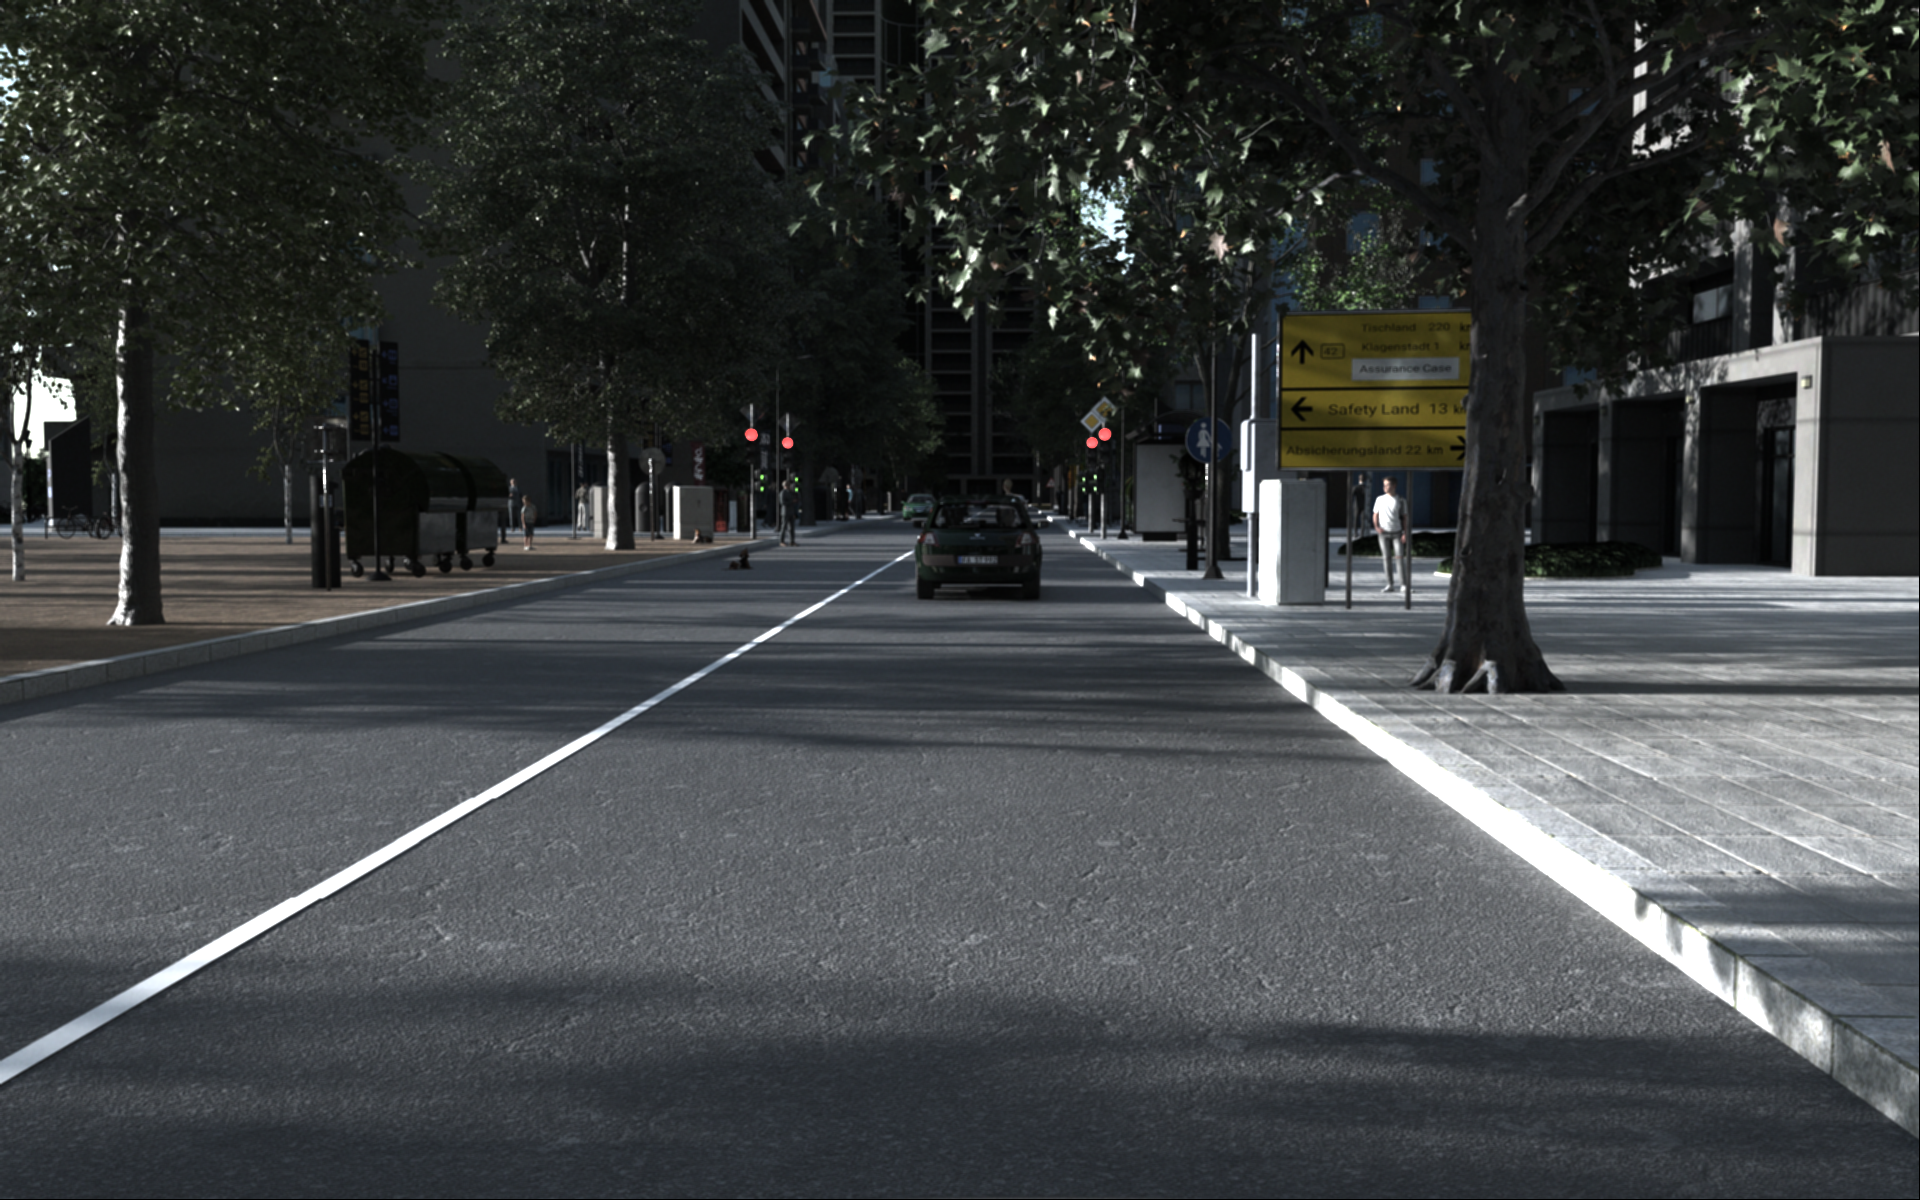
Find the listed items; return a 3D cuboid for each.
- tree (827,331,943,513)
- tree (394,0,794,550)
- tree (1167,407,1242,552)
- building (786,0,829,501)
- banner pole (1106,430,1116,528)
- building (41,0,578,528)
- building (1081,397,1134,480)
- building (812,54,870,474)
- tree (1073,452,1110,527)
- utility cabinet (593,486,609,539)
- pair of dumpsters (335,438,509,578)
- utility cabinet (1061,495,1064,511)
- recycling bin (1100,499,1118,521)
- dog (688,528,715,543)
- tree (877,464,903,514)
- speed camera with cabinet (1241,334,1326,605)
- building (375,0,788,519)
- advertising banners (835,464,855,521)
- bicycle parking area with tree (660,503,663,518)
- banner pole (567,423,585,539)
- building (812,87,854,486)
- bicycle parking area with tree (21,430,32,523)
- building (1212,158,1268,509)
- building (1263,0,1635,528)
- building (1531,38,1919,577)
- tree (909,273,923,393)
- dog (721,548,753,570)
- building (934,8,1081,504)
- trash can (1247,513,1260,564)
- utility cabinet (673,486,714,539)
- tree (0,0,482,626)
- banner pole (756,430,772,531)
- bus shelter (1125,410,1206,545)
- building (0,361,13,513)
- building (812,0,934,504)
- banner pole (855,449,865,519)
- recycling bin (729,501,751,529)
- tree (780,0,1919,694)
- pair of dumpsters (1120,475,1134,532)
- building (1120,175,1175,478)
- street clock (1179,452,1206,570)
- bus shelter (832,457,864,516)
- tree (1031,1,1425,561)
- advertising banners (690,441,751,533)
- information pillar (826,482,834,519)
[{"bbox_3d":[-5.927,-12.275,118.817,7.486,12.596,7.792,0,3,0],"label":"tree"},{"bbox_3d":[-7.784,-8.139,39.731,9.857,13.997,8.962,0,3,0],"label":"tree"},{"bbox_3d":[5.391,-2.683,38.461,1.663,3.219,1.824,0,3,0],"label":"tree"},{"bbox_3d":[-23.079,-30.154,147.640,22.147,44.769,28.867,0,4,2],"label":"building"},{"bbox_3d":[5.854,-4.674,66.429,0.401,3.779,0.863,1,4,23],"label":"banner pole"},{"bbox_3d":[-26.344,-27.643,75.663,21.300,48.544,21.600,0,4,2],"label":"building"},{"bbox_3d":[23.209,-28.057,230.433,14.107,30.474,14.160,0,4,2],"label":"building"},{"bbox_3d":[-25.497,-34.846,189.344,30.456,49.044,23.786,0,4,2],"label":"building"},{"bbox_3d":[5.090,-4.508,68.307,1.663,3.219,1.824,0,3,0],"label":"tree"},{"bbox_3d":[-10.036,-2.507,49.663,0.318,1.500,1.173,1,4,23],"label":"utility cabinet"},{"bbox_3d":[-8.792,-1.592,28.531,1.574,2.255,4.437,0,4,2],"label":"pair of dumpsters"},{"bbox_3d":[6.837,-6.316,114.431,0.306,1.237,1.020,1,4,12],"label":"utility cabinet"},{"bbox_3d":[7.138,-4.289,82.679,0.722,1.027,0.722,1,4,20],"label":"recycling bin"},{"bbox_3d":[-6.728,-1.675,45.129,0.550,0.427,0.748,-2,4,-30],"label":"dog"},{"bbox_3d":[-4.724,-7.115,110.929,1.663,3.219,1.824,0,3,0],"label":"tree"},{"bbox_3d":[3.880,-1.620,20.819,0.660,3.252,2.038,0,4,-3],"label":"speed camera with cabinet"},{"bbox_3d":[-23.216,-29.893,112.457,21.300,48.544,21.600,0,4,2],"label":"building"},{"bbox_3d":[-5.565,-5.397,84.421,0.090,3.025,2.074,2,4,25],"label":"advertising banners"},{"bbox_3d":[-19.797,-6.603,94.961,9.016,4.147,8.231,0,4,6],"label":"bicycle parking area with tree"},{"bbox_3d":[-10.903,-3.633,49.418,0.401,3.779,0.863,1,4,18],"label":"banner pole"},{"bbox_3d":[-18.009,-29.691,169.039,14.154,41.232,14.086,0,4,2],"label":"building"},{"bbox_3d":[-41.467,-5.687,79.978,9.016,4.147,8.231,1,4,15],"label":"bicycle parking area with tree"},{"bbox_3d":[27.114,-34.863,112.003,21.231,58.520,28.212,0,4,2],"label":"building"},{"bbox_3d":[20.508,-25.692,70.172,14.200,45.320,14.600,0,4,2],"label":"building"},{"bbox_3d":[23.642,-36.132,29.006,20.563,71.187,20.611,0,4,2],"label":"building"},{"bbox_3d":[-6.054,-9.942,69.205,9.857,13.997,8.962,0,3,0],"label":"tree"},{"bbox_3d":[-4.257,-0.782,32.975,0.748,0.427,0.550,-1,4,-21],"label":"dog"},{"bbox_3d":[5.975,-48.641,233.524,20.611,71.187,20.563,0,4,2],"label":"building"},{"bbox_3d":[5.626,-1.248,32.059,0.748,1.137,0.748,0,3,0],"label":"trash can"},{"bbox_3d":[-7.485,-2.448,48.705,0.318,1.500,1.173,3,5,44],"label":"utility cabinet"},{"bbox_3d":[-8.264,-6.058,17.172,7.486,12.596,7.792,0,3,0],"label":"tree"},{"bbox_3d":[-6.905,-4.266,59.758,0.863,3.779,0.401,1,4,9],"label":"banner pole"},{"bbox_3d":[5.408,-3.086,44.380,2.014,3.302,5.546,0,4,2],"label":"bus shelter"},{"bbox_3d":[-66.218,-30.036,80.320,27.495,52.752,28.713,0,4,2],"label":"building"},{"bbox_3d":[-14.657,-48.618,233.154,20.611,71.187,20.563,0,4,2],"label":"building"},{"bbox_3d":[-5.274,-6.112,89.946,0.401,3.779,0.863,2,4,27],"label":"banner pole"},{"bbox_3d":[-7.980,-3.119,63.550,0.722,1.027,0.722,-3,5,-39],"label":"recycling bin"},{"bbox_3d":[3.633,-5.759,11.163,9.611,12.733,9.660,0,3,0],"label":"tree"},{"bbox_3d":[6.354,-3.443,58.789,1.574,2.255,4.437,0,4,2],"label":"pair of dumpsters"},{"bbox_3d":[29.132,-34.536,184.270,23.786,49.044,30.456,0,4,2],"label":"building"},{"bbox_3d":[3.929,-1.509,29.240,0.471,2.002,0.358,0,4,6],"label":"street clock"},{"bbox_3d":[-6.546,-6.934,104.651,1.731,3.624,6.357,0,4,2],"label":"bus shelter"},{"bbox_3d":[4.973,-6.563,33.067,9.928,11.665,9.643,0,3,0],"label":"tree"},{"bbox_3d":[-7.895,-3.739,57.328,2.074,3.025,0.090,0,4,-1],"label":"advertising banners"},{"bbox_3d":[-6.595,-5.104,87.938,0.304,2.012,0.304,2,4,35],"label":"information pillar"}]
